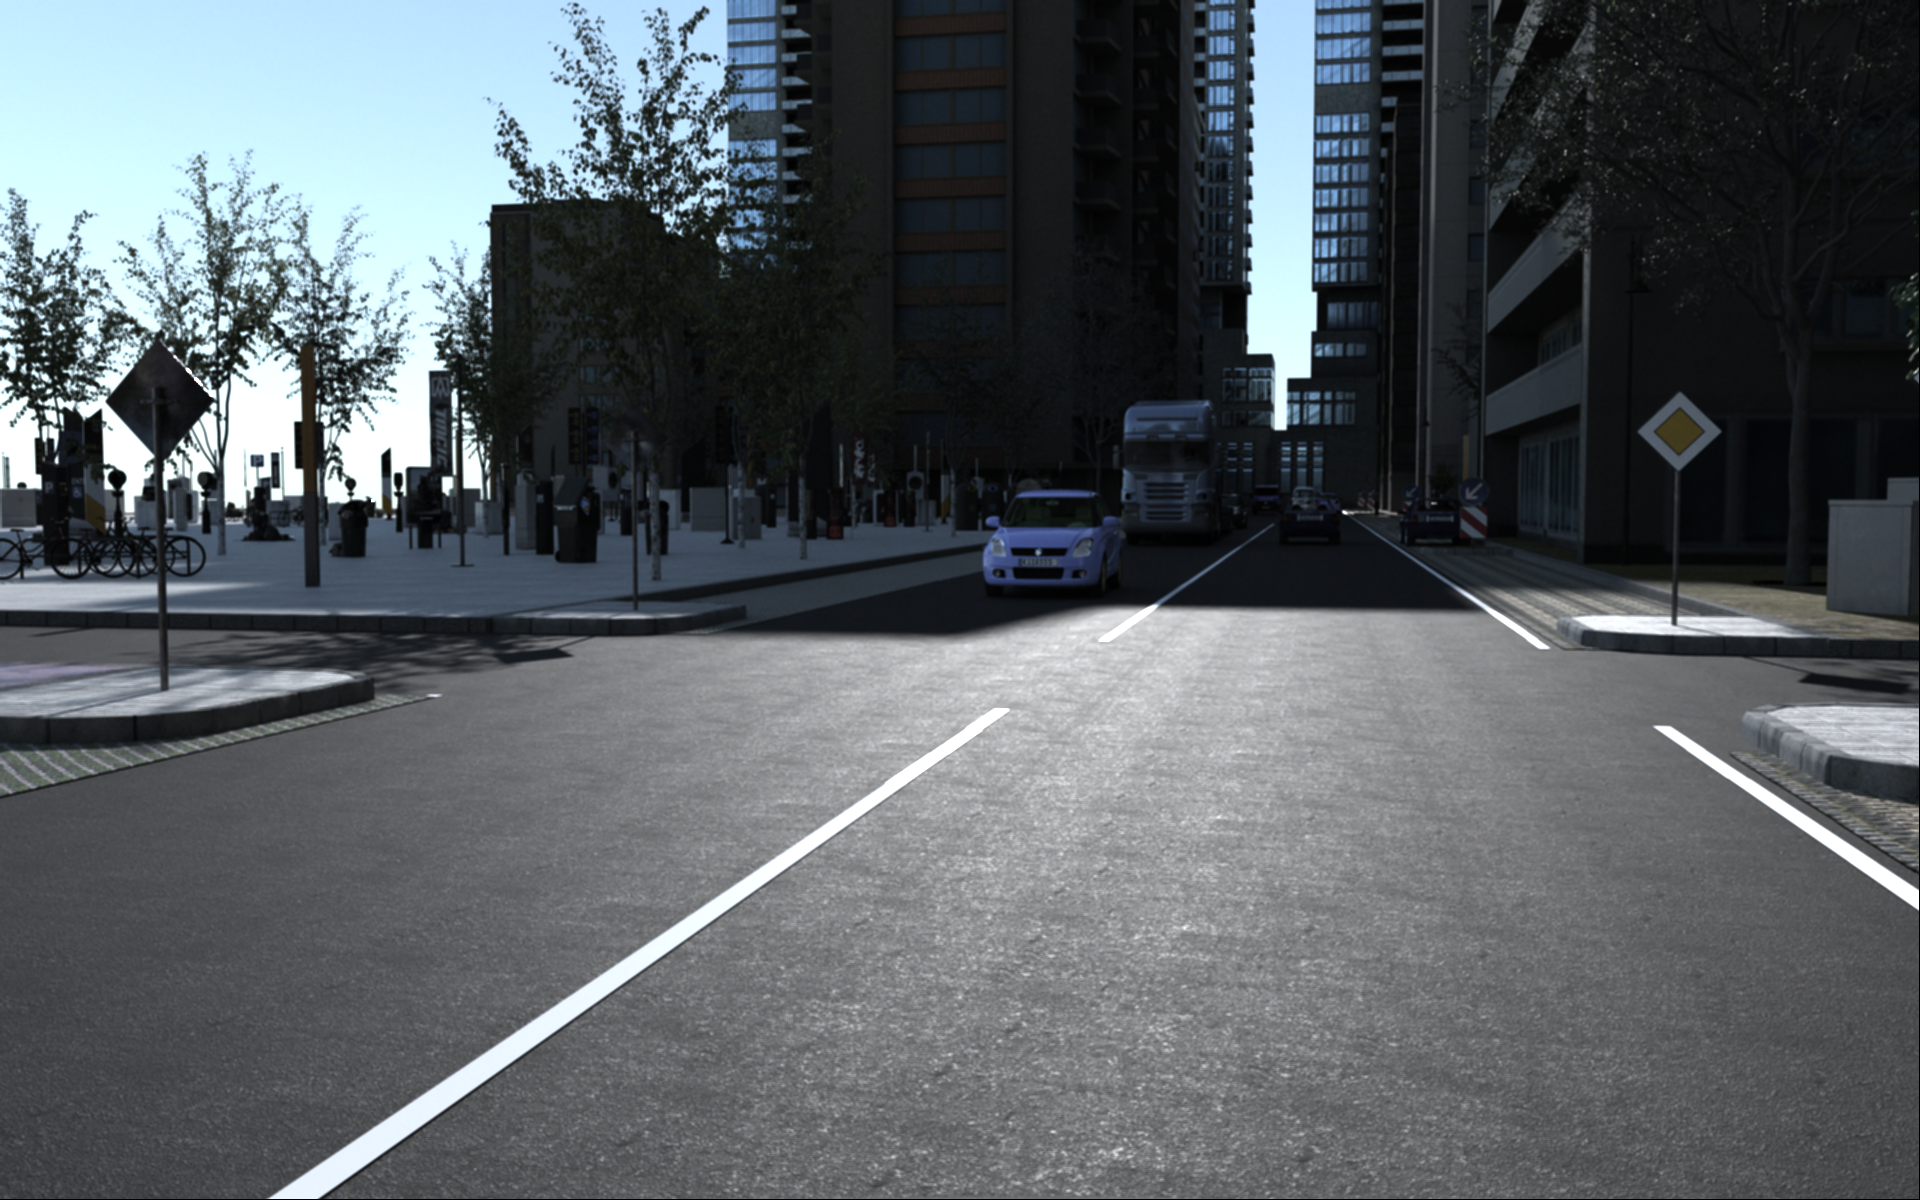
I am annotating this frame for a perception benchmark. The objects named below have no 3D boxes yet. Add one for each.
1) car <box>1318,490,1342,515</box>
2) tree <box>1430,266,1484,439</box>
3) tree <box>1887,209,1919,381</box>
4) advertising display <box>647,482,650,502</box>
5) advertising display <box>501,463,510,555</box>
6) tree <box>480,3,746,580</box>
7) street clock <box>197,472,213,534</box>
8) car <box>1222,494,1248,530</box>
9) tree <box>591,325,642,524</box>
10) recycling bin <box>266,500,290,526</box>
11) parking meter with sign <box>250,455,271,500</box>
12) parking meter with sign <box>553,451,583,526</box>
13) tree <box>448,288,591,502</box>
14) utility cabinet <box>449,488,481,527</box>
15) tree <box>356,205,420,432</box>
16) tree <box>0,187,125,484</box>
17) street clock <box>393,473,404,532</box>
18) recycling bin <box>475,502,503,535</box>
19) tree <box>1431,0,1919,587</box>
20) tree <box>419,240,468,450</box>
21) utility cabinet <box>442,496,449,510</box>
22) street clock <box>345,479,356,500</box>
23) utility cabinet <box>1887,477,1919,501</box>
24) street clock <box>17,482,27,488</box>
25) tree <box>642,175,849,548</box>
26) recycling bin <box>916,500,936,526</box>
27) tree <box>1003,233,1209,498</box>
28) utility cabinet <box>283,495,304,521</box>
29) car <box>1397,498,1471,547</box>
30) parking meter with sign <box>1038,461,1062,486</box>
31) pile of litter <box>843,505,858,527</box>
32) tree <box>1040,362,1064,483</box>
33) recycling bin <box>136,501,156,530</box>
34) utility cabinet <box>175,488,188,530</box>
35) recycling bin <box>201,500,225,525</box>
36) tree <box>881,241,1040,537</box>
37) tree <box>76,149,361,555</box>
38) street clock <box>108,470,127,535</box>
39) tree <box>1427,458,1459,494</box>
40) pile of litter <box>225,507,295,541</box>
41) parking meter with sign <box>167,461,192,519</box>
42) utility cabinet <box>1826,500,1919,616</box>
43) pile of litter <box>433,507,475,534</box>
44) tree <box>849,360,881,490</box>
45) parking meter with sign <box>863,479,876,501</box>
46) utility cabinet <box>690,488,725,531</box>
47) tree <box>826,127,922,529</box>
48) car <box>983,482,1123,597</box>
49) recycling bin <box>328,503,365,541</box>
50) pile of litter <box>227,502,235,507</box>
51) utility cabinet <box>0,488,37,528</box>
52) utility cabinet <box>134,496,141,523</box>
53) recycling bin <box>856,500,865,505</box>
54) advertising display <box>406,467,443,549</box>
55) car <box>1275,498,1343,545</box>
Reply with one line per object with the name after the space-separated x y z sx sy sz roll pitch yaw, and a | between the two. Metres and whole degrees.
25.898 -6.870 121.920 1.945 1.707 3.694 1 4 13 | car
17.656 -6.509 56.781 4.360 8.622 3.978 0 3 0 | tree
9.958 -1.927 15.215 4.285 4.588 4.351 0 3 0 | tree
-16.459 -5.250 91.059 0.123 1.923 0.974 -2 4 -30 | advertising display
-9.631 -1.926 36.706 0.123 1.923 0.974 -1 4 -17 | advertising display
-4.758 -4.595 25.484 4.737 8.622 4.395 0 3 0 | tree
-24.419 -3.150 56.080 0.471 2.002 0.358 2 4 25 | street clock
10.879 -3.767 71.372 2.009 1.686 4.222 1 4 14 | car
-14.031 -7.536 73.578 4.360 8.622 3.978 0 3 0 | tree
-27.311 -3.467 69.241 0.722 1.027 0.722 1 4 23 | recycling bin
-30.539 -4.873 75.942 0.543 3.016 1.738 -3 4 -38 | parking meter with sign
-16.078 -4.538 70.451 1.738 3.016 0.543 3 5 42 | parking meter with sign
-16.430 -6.846 62.288 4.360 8.622 3.978 0 3 0 | tree
-19.284 -3.596 67.468 1.173 1.500 0.318 -3 5 -40 | utility cabinet
-15.819 -5.693 43.440 4.360 8.622 3.978 0 3 0 | tree
-22.021 -5.588 41.727 4.737 8.622 4.395 0 3 0 | tree
-18.937 -3.295 58.448 0.358 2.002 0.471 -1 4 -9 | street clock
-14.925 -2.596 55.005 0.722 1.027 0.722 -3 4 -37 | recycling bin
11.807 -6.962 24.205 12.009 13.543 11.850 0 3 0 | tree
-13.745 -6.129 50.572 4.737 8.622 4.395 0 3 0 | tree
-20.343 -3.439 67.394 1.020 1.237 0.306 1 4 14 | utility cabinet
-28.074 -4.603 79.826 0.471 2.002 0.358 1 4 20 | street clock
12.839 -0.886 23.168 0.318 1.500 1.173 0 4 2 | utility cabinet
-56.660 -6.122 104.658 0.471 2.002 0.358 0 4 -6 | street clock
-4.945 -5.536 40.874 4.360 8.622 3.978 0 3 0 | tree
-1.383 -3.571 70.939 0.722 1.027 0.722 1 4 9 | recycling bin
6.527 -10.525 82.455 12.009 13.543 11.850 0 3 0 | tree
-31.760 -4.370 82.609 1.020 1.237 0.306 1 4 19 | utility cabinet
13.231 -2.186 48.321 1.945 1.354 3.894 1 4 11 | car
4.466 -5.803 91.135 1.738 3.016 0.543 1 4 21 | parking meter with sign
-4.776 -3.332 68.442 1.719 0.858 1.176 -2 4 -23 | pile of litter
2.101 -7.302 69.751 4.360 8.622 3.978 0 3 0 | tree
-28.720 -2.990 61.446 0.722 1.027 0.722 0 4 -7 | recycling bin
-27.309 -3.187 60.780 0.318 1.500 1.173 -1 4 -21 | utility cabinet
-31.250 -3.665 72.484 0.722 1.027 0.722 3 5 44 | recycling bin
0.031 -6.177 51.351 4.360 8.622 3.978 0 3 0 | tree
-15.897 -5.273 36.581 4.360 8.622 3.978 0 3 0 | tree
-25.521 -2.931 52.491 0.358 2.002 0.471 3 4 37 | street clock
25.637 -5.984 92.444 1.663 3.219 1.824 0 3 0 | tree
-19.135 -2.061 47.659 1.719 0.858 1.176 2 4 26 | pile of litter
-41.006 -5.757 90.380 1.738 3.016 0.543 -2 4 -30 | parking meter with sign
9.912 -0.462 18.708 0.306 1.237 1.020 -2 4 -25 | utility cabinet
-16.638 -2.607 56.583 1.719 0.858 1.176 -3 4 -37 | pile of litter
-4.272 -8.763 93.629 4.360 8.622 3.978 0 3 0 | tree
-4.705 -5.766 90.535 1.738 3.016 0.543 0 4 0 | parking meter with sign
-8.744 -3.139 59.994 1.173 1.500 0.318 -1 4 -18 | utility cabinet
-3.325 -5.103 33.799 4.737 8.622 4.395 0 3 0 | tree
1.400 -0.961 25.310 1.945 1.707 3.694 1 4 11 | car
-17.040 -2.176 48.135 0.722 1.027 0.722 2 4 27 | recycling bin
-40.221 -4.964 95.131 1.719 0.858 1.176 -3 5 -42 | pile of litter
-35.706 -3.484 65.644 1.173 1.500 0.318 -3 4 -37 | utility cabinet
-35.693 -3.956 75.843 1.020 1.237 0.306 2 4 24 | utility cabinet
-4.841 -4.157 80.515 0.722 1.027 0.722 1 4 9 | recycling bin
-12.652 -2.185 40.933 0.123 1.923 0.974 2 4 33 | advertising display
10.175 -2.319 50.500 1.945 1.354 3.894 1 4 10 | car
